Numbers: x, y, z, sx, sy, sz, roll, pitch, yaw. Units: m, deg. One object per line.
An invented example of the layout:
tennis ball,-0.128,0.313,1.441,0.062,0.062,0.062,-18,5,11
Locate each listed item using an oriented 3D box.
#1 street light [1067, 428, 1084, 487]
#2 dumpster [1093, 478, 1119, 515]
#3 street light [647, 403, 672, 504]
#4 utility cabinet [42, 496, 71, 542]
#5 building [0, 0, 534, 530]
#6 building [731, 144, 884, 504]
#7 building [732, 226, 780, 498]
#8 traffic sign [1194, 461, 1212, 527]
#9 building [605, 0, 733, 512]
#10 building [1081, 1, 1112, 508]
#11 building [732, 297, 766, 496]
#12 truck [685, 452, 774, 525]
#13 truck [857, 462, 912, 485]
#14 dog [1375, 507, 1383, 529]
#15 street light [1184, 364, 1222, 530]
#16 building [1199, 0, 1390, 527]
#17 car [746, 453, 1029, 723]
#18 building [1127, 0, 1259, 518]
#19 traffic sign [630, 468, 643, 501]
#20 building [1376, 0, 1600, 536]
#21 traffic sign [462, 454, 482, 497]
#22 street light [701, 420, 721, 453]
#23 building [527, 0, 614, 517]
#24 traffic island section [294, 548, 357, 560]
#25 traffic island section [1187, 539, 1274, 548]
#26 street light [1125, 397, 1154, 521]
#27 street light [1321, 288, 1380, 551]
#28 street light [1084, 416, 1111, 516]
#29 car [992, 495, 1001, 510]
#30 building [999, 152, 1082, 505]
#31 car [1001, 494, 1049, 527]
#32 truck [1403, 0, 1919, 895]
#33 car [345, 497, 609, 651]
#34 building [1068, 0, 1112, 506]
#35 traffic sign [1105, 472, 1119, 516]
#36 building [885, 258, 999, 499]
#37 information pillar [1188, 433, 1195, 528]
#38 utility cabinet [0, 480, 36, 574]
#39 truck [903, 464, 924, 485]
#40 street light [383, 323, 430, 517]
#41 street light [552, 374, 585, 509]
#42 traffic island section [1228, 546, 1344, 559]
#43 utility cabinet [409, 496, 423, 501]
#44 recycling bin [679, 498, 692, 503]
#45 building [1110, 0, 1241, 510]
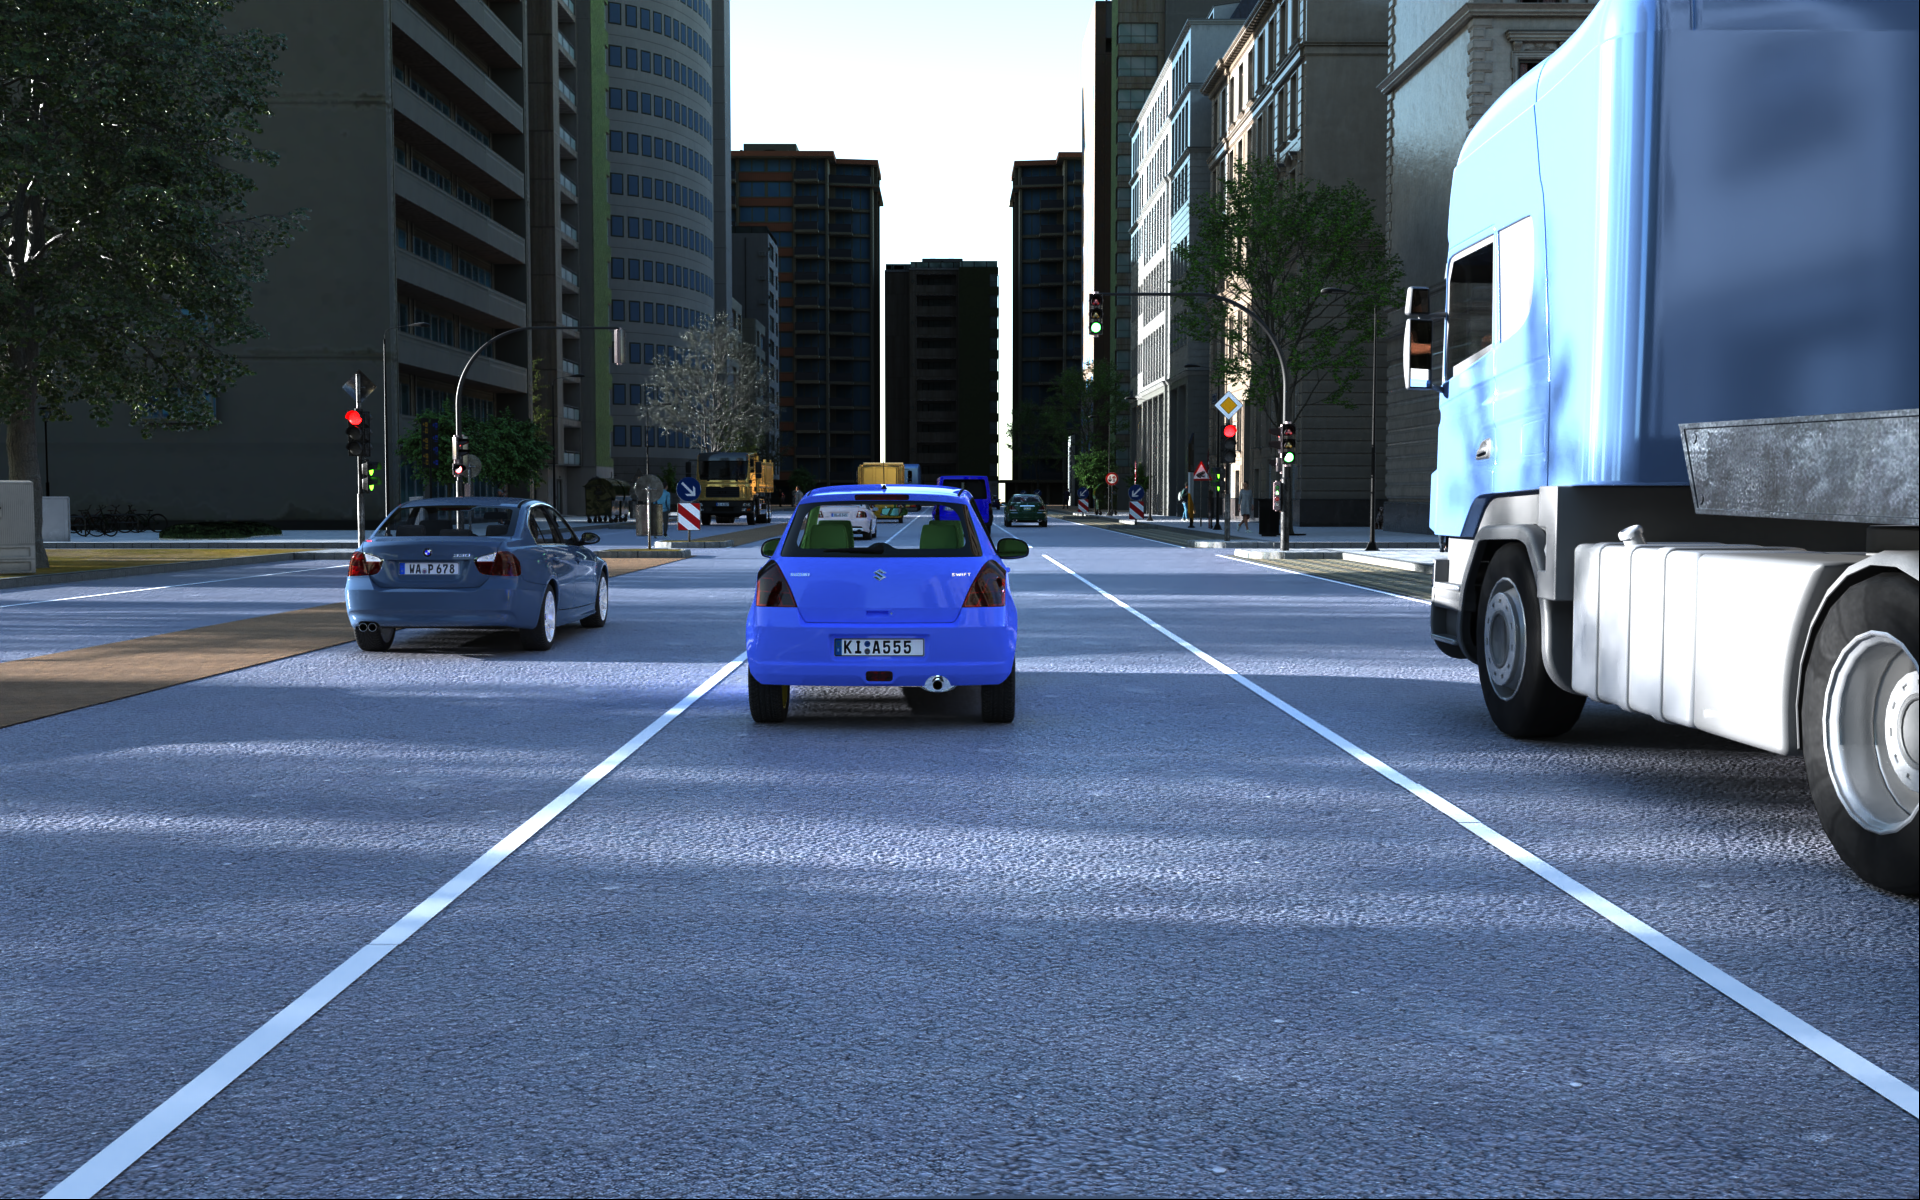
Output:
street light,8.223,-9.165,122.383,1.470,5.913,1.316,0,4,0
dumpster,8.965,-6.347,106.274,1.502,2.255,1.985,0,4,0
street light,-15.386,-7.083,88.348,1.470,5.913,1.316,0,4,0
utility cabinet,-24.605,-2.177,46.762,1.020,1.237,0.306,-1,4,-20
building,-30.826,-27.322,70.417,21.300,48.544,21.600,0,4,0
building,-24.341,-34.541,219.362,28.867,44.769,22.147,0,4,0
building,-26.952,-25.474,188.200,14.107,30.474,14.160,0,4,0
traffic sign,9.507,-4.177,68.297,0.884,2.594,0.081,0,4,7
building,-30.105,-36.282,135.205,21.231,58.520,28.212,0,4,0
building,18.402,-30.954,156.200,14.600,45.320,14.200,0,4,0
building,-33.840,-19.558,164.809,27.650,21.520,28.899,0,4,0
truck,-10.710,-5.291,82.430,3.469,3.379,9.791,0,4,1
truck,-4.694,-6.675,105.056,3.469,3.379,9.791,0,4,-1
dog,15.325,-2.971,62.963,0.513,0.831,0.800,3,4,38
street light,8.708,-5.473,62.029,1.470,5.913,1.316,0,4,0
building,18.852,-17.243,79.179,12.463,27.353,25.104,0,4,0
car,-0.474,-0.157,12.159,1.945,1.707,3.694,0,4,0
building,17.542,-20.184,107.496,11.434,29.767,29.804,0,4,0
traffic sign,-15.868,-5.238,85.639,0.884,2.594,0.081,0,4,4
building,23.987,-13.818,54.807,19.941,23.489,11.050,0,4,0
traffic sign,-15.641,-3.372,55.241,0.768,2.556,0.104,0,4,2
street light,-15.572,-8.294,108.151,1.470,5.913,1.316,0,4,0
building,-27.858,-25.252,96.459,14.154,41.232,14.086,0,4,0
traffic island section,-13.556,-1.035,39.200,2.009,0.180,2.903,0,4,0
traffic island section,7.323,-1.533,47.341,2.009,0.180,2.903,0,4,0
street light,8.566,-6.748,82.867,1.470,5.913,1.316,0,4,0
street light,8.816,-4.073,39.135,1.470,5.913,1.316,0,4,0
street light,8.308,-7.956,102.624,1.470,5.913,1.316,0,4,0
car,2.828,-9.061,160.734,1.945,1.354,3.894,0,4,0
building,19.245,-34.591,220.183,28.867,44.769,22.147,0,4,0
car,2.908,-3.987,76.981,2.131,1.459,4.920,0,3,0
truck,4.535,-0.813,3.052,2.967,4.110,18.799,0,4,-1
car,-4.656,-0.313,17.126,2.014,1.417,4.499,0,4,-2
building,23.498,-52.923,177.964,22.319,86.520,31.000,0,4,0
traffic sign,8.858,-6.170,100.978,0.768,2.556,0.104,0,4,3
building,-2.318,-27.136,215.369,14.107,30.474,14.160,0,4,0
information pillar,8.787,-4.557,65.854,0.183,3.616,0.504,2,4,24
utility cabinet,-15.308,-1.144,27.377,1.173,1.500,0.318,-3,4,-38
truck,-4.679,-9.742,149.041,2.967,4.110,18.799,0,4,0
street light,-15.036,-4.556,47.025,1.470,5.913,1.316,0,4,0
street light,-15.226,-5.791,67.219,1.470,5.913,1.316,0,4,0
traffic island section,7.385,-1.044,39.356,2.009,0.180,2.903,0,4,0
utility cabinet,-15.730,-2.382,50.107,0.306,1.237,1.020,-1,4,-11
recycling bin,-15.945,-5.394,100.742,0.722,1.027,0.722,-1,4,-10
building,19.216,-28.050,142.215,14.154,41.232,14.086,0,4,0
